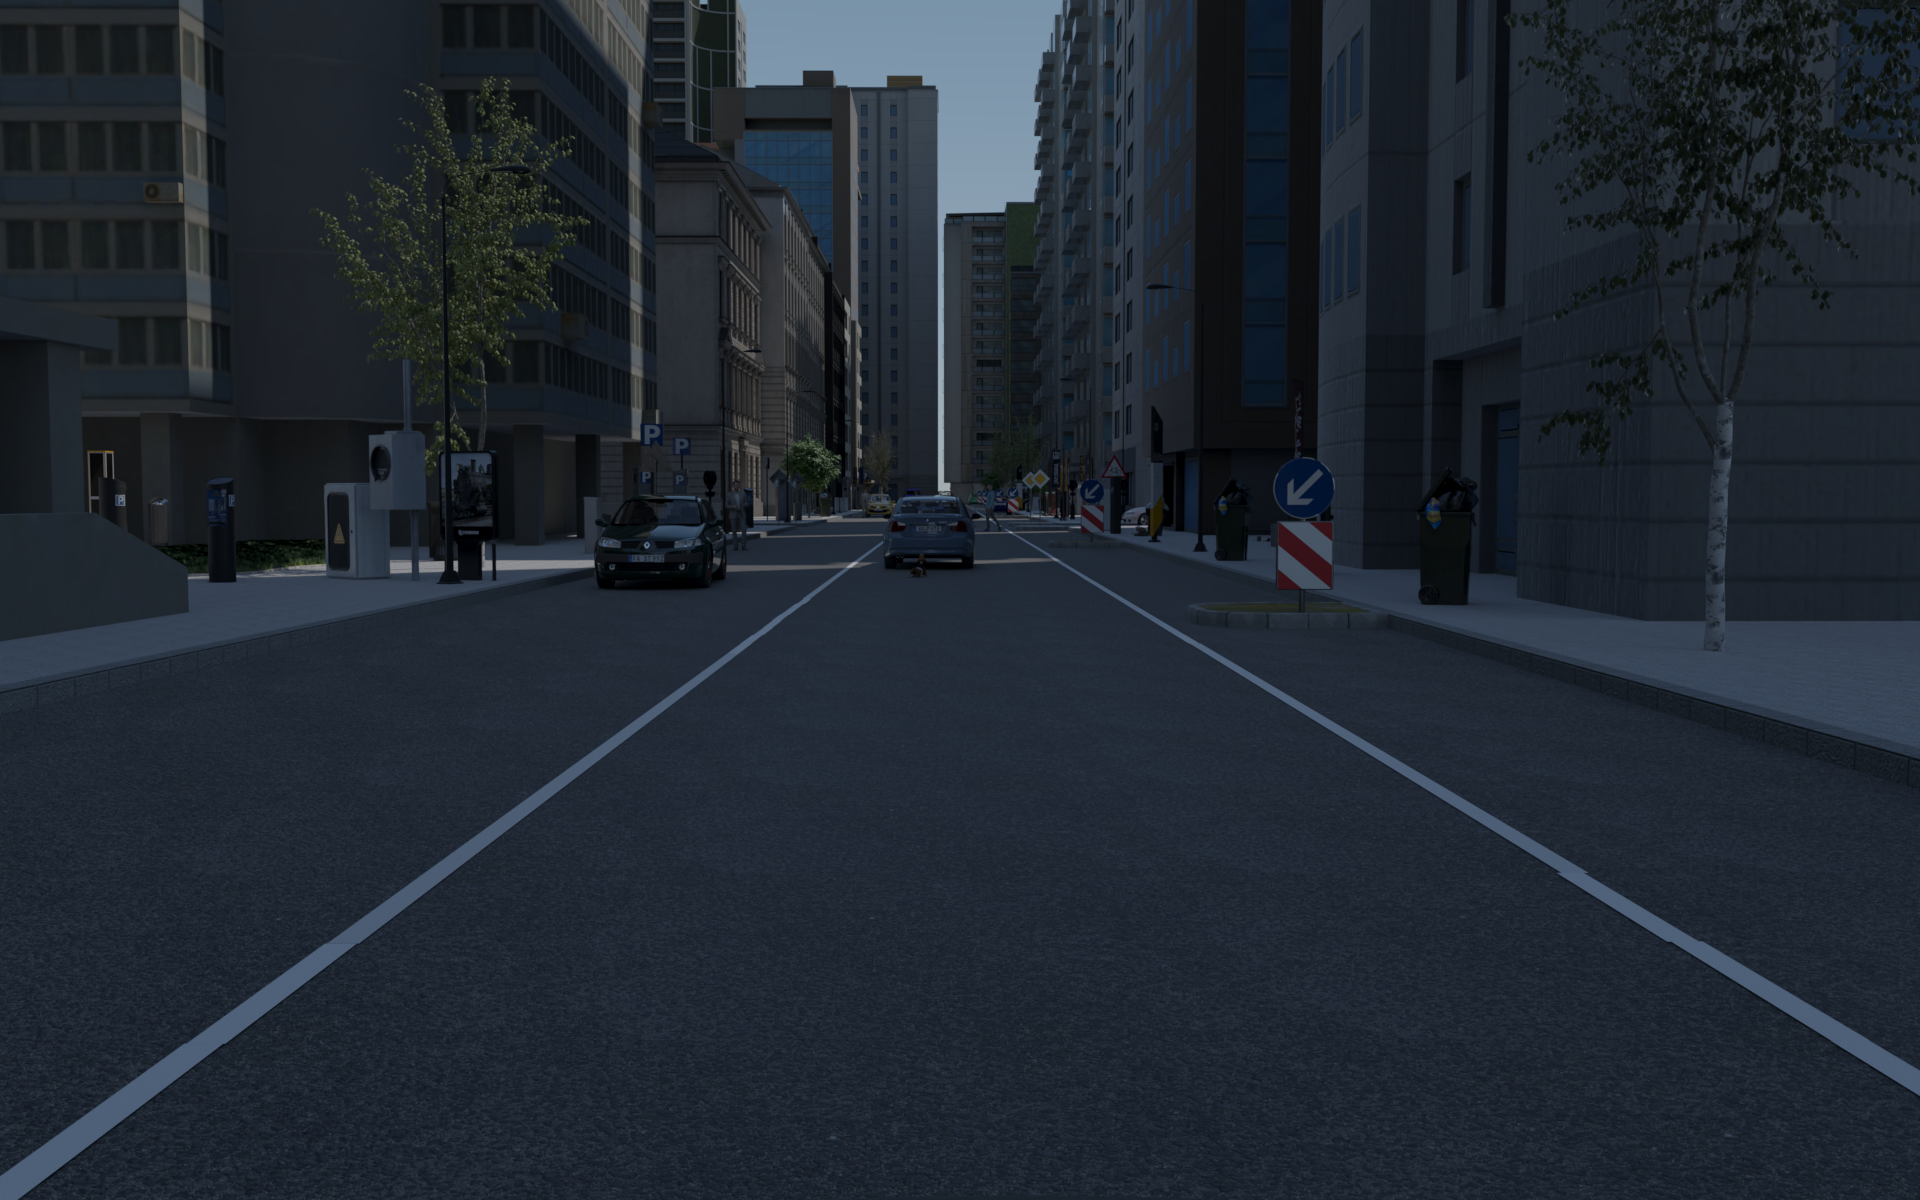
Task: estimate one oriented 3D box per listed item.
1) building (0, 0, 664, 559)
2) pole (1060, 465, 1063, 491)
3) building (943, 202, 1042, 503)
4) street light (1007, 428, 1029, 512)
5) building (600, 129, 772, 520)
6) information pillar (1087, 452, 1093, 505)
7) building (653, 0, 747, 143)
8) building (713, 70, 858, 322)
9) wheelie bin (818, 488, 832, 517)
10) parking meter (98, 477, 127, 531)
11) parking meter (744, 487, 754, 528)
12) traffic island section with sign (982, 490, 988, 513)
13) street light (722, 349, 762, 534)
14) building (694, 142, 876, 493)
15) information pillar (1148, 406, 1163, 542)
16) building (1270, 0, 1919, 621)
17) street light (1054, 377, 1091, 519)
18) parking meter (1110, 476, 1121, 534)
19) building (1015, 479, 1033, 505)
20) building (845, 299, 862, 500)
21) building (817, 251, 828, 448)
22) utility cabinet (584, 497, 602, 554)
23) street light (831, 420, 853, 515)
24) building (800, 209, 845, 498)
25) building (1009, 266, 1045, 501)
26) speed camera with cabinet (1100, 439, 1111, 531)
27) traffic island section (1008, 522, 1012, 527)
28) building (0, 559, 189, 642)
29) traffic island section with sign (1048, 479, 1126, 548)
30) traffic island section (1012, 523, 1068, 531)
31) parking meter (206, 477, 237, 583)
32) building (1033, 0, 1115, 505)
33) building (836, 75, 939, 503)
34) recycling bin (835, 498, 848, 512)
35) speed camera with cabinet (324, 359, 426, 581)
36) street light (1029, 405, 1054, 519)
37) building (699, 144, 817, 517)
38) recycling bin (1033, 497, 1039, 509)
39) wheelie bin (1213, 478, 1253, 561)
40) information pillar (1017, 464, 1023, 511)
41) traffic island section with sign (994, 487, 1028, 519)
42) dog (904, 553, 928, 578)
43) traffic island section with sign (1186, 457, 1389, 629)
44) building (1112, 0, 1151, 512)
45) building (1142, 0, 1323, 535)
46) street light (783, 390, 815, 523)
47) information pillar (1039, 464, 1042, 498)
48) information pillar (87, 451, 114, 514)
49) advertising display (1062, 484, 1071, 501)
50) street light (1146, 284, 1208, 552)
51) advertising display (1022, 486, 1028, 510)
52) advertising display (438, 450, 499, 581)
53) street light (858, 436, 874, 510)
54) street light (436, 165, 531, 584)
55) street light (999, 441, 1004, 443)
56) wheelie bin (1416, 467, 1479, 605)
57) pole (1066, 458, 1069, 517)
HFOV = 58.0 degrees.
[{"bbox_3d":[-21.717,-21.964,50.991,23.993,40.220,32.217,0,4,0],"label":"building"},{"bbox_3d":[7.087,-7.767,120.828,0.158,3.312,0.155,0,3,0],"label":"pole"},{"bbox_3d":[4.591,-34.289,244.227,14.086,41.232,14.154,0,4,0],"label":"building"},{"bbox_3d":[4.263,-9.115,121.574,1.470,5.913,1.316,0,4,0],"label":"street light"},{"bbox_3d":[-15.757,-13.667,88.086,10.561,19.102,19.286,0,4,0],"label":"building"},{"bbox_3d":[7.220,-6.421,96.334,0.183,3.616,0.504,-2,4,-35],"label":"information pillar"},{"bbox_3d":[-41.544,-49.413,246.147,20.611,71.187,20.563,0,4,0],"label":"building"},{"bbox_3d":[-18.317,-32.874,187.602,14.600,45.320,14.200,0,4,0],"label":"building"},{"bbox_3d":[-7.616,-5.479,97.496,0.693,1.594,0.980,-1,4,-17],"label":"wheelie bin"},{"bbox_3d":[-12.650,-1.069,25.884,0.372,1.533,0.369,0,3,0],"label":"parking meter"},{"bbox_3d":[-7.975,-3.483,65.355,0.372,1.533,0.369,0,3,0],"label":"parking meter"},{"bbox_3d":[2.807,-7.371,129.137,1.989,1.847,2.006,0,4,0],"label":"traffic island section with sign"},{"bbox_3d":[-7.051,-5.079,55.582,1.470,5.913,1.316,0,4,0],"label":"street light"},{"bbox_3d":[-25.328,-34.259,214.763,28.867,44.769,22.147,0,4,0],"label":"building"},{"bbox_3d":[5.230,-3.349,46.109,0.183,3.616,0.504,3,4,38],"label":"information pillar"},{"bbox_3d":[17.318,-29.831,29.740,21.231,58.520,28.212,0,4,0],"label":"building"},{"bbox_3d":[4.649,-5.904,69.075,1.470,5.913,1.316,0,4,0],"label":"street light"},{"bbox_3d":[5.020,-3.066,55.845,0.255,1.863,0.399,-1,4,-17],"label":"parking meter"},{"bbox_3d":[22.715,-31.091,200.226,32.217,40.220,23.993,0,4,0],"label":"building"},{"bbox_3d":[-24.044,-19.678,166.778,27.650,21.520,28.899,0,4,0],"label":"building"},{"bbox_3d":[-15.012,-16.880,125.147,9.793,20.994,18.267,0,4,0],"label":"building"},{"bbox_3d":[-7.944,-1.615,37.572,0.306,1.237,1.020,0,4,-6],"label":"utility cabinet"},{"bbox_3d":[-7.344,-8.283,107.961,1.470,5.913,1.316,0,4,0],"label":"street light"},{"bbox_3d":[-16.106,-19.156,142.882,12.332,23.373,15.834,0,4,0],"label":"building"},{"bbox_3d":[13.182,-27.387,219.471,14.160,30.474,14.107,0,4,0],"label":"building"},{"bbox_3d":[5.275,-4.099,61.356,0.660,3.252,2.038,0,4,6],"label":"speed camera with cabinet"},{"bbox_3d":[3.171,-3.368,77.348,2.009,0.180,2.903,0,4,0],"label":"traffic island section"},{"bbox_3d":[-24.427,-19.489,10.532,32.217,40.220,23.993,0,4,0],"label":"building"},{"bbox_3d":[3.391,-2.329,46.711,1.989,1.847,2.006,0,4,0],"label":"traffic island section with sign"},{"bbox_3d":[3.228,-2.880,69.363,2.009,0.180,2.903,0,4,0],"label":"traffic island section"},{"bbox_3d":[-10.729,-1.024,25.159,0.372,1.533,0.369,0,3,0],"label":"parking meter"},{"bbox_3d":[18.845,-33.832,172.755,23.786,49.044,30.456,0,4,0],"label":"building"},{"bbox_3d":[-17.137,-43.126,247.105,28.212,58.520,21.231,0,4,0],"label":"building"},{"bbox_3d":[-8.339,-6.736,122.681,0.722,1.027,0.722,0,4,7],"label":"recycling bin"},{"bbox_3d":[-8.765,-1.929,25.875,2.038,3.252,0.660,3,5,43],"label":"speed camera with cabinet"},{"bbox_3d":[4.506,-7.207,90.375,1.470,5.913,1.316,0,4,0],"label":"street light"},{"bbox_3d":[-14.607,-15.762,106.853,9.793,20.994,18.267,0,4,0],"label":"building"},{"bbox_3d":[6.857,-8.494,151.428,0.722,1.027,0.722,-2,4,-34],"label":"recycling bin"},{"bbox_3d":[5.281,-1.563,33.463,0.693,1.594,0.980,1,4,19],"label":"wheelie bin"},{"bbox_3d":[4.540,-8.587,131.745,0.504,3.616,0.183,2,4,34],"label":"information pillar"},{"bbox_3d":[3.001,-5.722,102.182,1.989,1.847,2.006,0,4,0],"label":"traffic island section with sign"},{"bbox_3d":[-0.788,-0.602,30.043,0.748,0.427,0.550,-2,4,-34],"label":"dog"},{"bbox_3d":[3.590,-0.659,19.402,1.989,1.847,2.006,0,4,0],"label":"traffic island section with sign"},{"bbox_3d":[19.084,-39.770,88.490,20.611,71.187,20.563,0,4,0],"label":"building"},{"bbox_3d":[14.042,-25.025,59.272,14.600,45.320,14.200,0,4,0],"label":"building"},{"bbox_3d":[-7.170,-6.406,77.275,1.470,5.913,1.316,0,4,0],"label":"street light"},{"bbox_3d":[6.224,-8.714,133.824,0.183,3.616,0.504,1,4,13],"label":"information pillar"},{"bbox_3d":[-14.666,-1.536,29.610,0.304,2.012,0.304,0,4,-1],"label":"information pillar"},{"bbox_3d":[6.872,-6.451,110.684,0.123,1.923,0.974,-3,4,-37],"label":"advertising display"},{"bbox_3d":[4.811,-4.027,38.388,1.470,5.913,1.316,0,4,0],"label":"street light"},{"bbox_3d":[4.932,-7.951,135.205,0.974,1.923,0.123,-3,5,-43],"label":"advertising display"},{"bbox_3d":[-7.289,-1.254,25.715,0.974,1.923,0.123,1,4,20],"label":"advertising display"},{"bbox_3d":[-7.538,-10.159,138.648,1.470,5.913,1.316,0,4,0],"label":"street light"},{"bbox_3d":[-6.750,-3.183,24.580,1.470,5.913,1.316,0,4,0],"label":"street light"},{"bbox_3d":[4.137,-10.992,152.261,1.470,5.913,1.316,0,4,0],"label":"street light"},{"bbox_3d":[5.695,-0.755,20.245,0.693,1.594,0.980,1,4,18],"label":"wheelie bin"},{"bbox_3d":[6.103,-6.388,98.290,0.158,3.312,0.155,0,3,0],"label":"pole"}]
